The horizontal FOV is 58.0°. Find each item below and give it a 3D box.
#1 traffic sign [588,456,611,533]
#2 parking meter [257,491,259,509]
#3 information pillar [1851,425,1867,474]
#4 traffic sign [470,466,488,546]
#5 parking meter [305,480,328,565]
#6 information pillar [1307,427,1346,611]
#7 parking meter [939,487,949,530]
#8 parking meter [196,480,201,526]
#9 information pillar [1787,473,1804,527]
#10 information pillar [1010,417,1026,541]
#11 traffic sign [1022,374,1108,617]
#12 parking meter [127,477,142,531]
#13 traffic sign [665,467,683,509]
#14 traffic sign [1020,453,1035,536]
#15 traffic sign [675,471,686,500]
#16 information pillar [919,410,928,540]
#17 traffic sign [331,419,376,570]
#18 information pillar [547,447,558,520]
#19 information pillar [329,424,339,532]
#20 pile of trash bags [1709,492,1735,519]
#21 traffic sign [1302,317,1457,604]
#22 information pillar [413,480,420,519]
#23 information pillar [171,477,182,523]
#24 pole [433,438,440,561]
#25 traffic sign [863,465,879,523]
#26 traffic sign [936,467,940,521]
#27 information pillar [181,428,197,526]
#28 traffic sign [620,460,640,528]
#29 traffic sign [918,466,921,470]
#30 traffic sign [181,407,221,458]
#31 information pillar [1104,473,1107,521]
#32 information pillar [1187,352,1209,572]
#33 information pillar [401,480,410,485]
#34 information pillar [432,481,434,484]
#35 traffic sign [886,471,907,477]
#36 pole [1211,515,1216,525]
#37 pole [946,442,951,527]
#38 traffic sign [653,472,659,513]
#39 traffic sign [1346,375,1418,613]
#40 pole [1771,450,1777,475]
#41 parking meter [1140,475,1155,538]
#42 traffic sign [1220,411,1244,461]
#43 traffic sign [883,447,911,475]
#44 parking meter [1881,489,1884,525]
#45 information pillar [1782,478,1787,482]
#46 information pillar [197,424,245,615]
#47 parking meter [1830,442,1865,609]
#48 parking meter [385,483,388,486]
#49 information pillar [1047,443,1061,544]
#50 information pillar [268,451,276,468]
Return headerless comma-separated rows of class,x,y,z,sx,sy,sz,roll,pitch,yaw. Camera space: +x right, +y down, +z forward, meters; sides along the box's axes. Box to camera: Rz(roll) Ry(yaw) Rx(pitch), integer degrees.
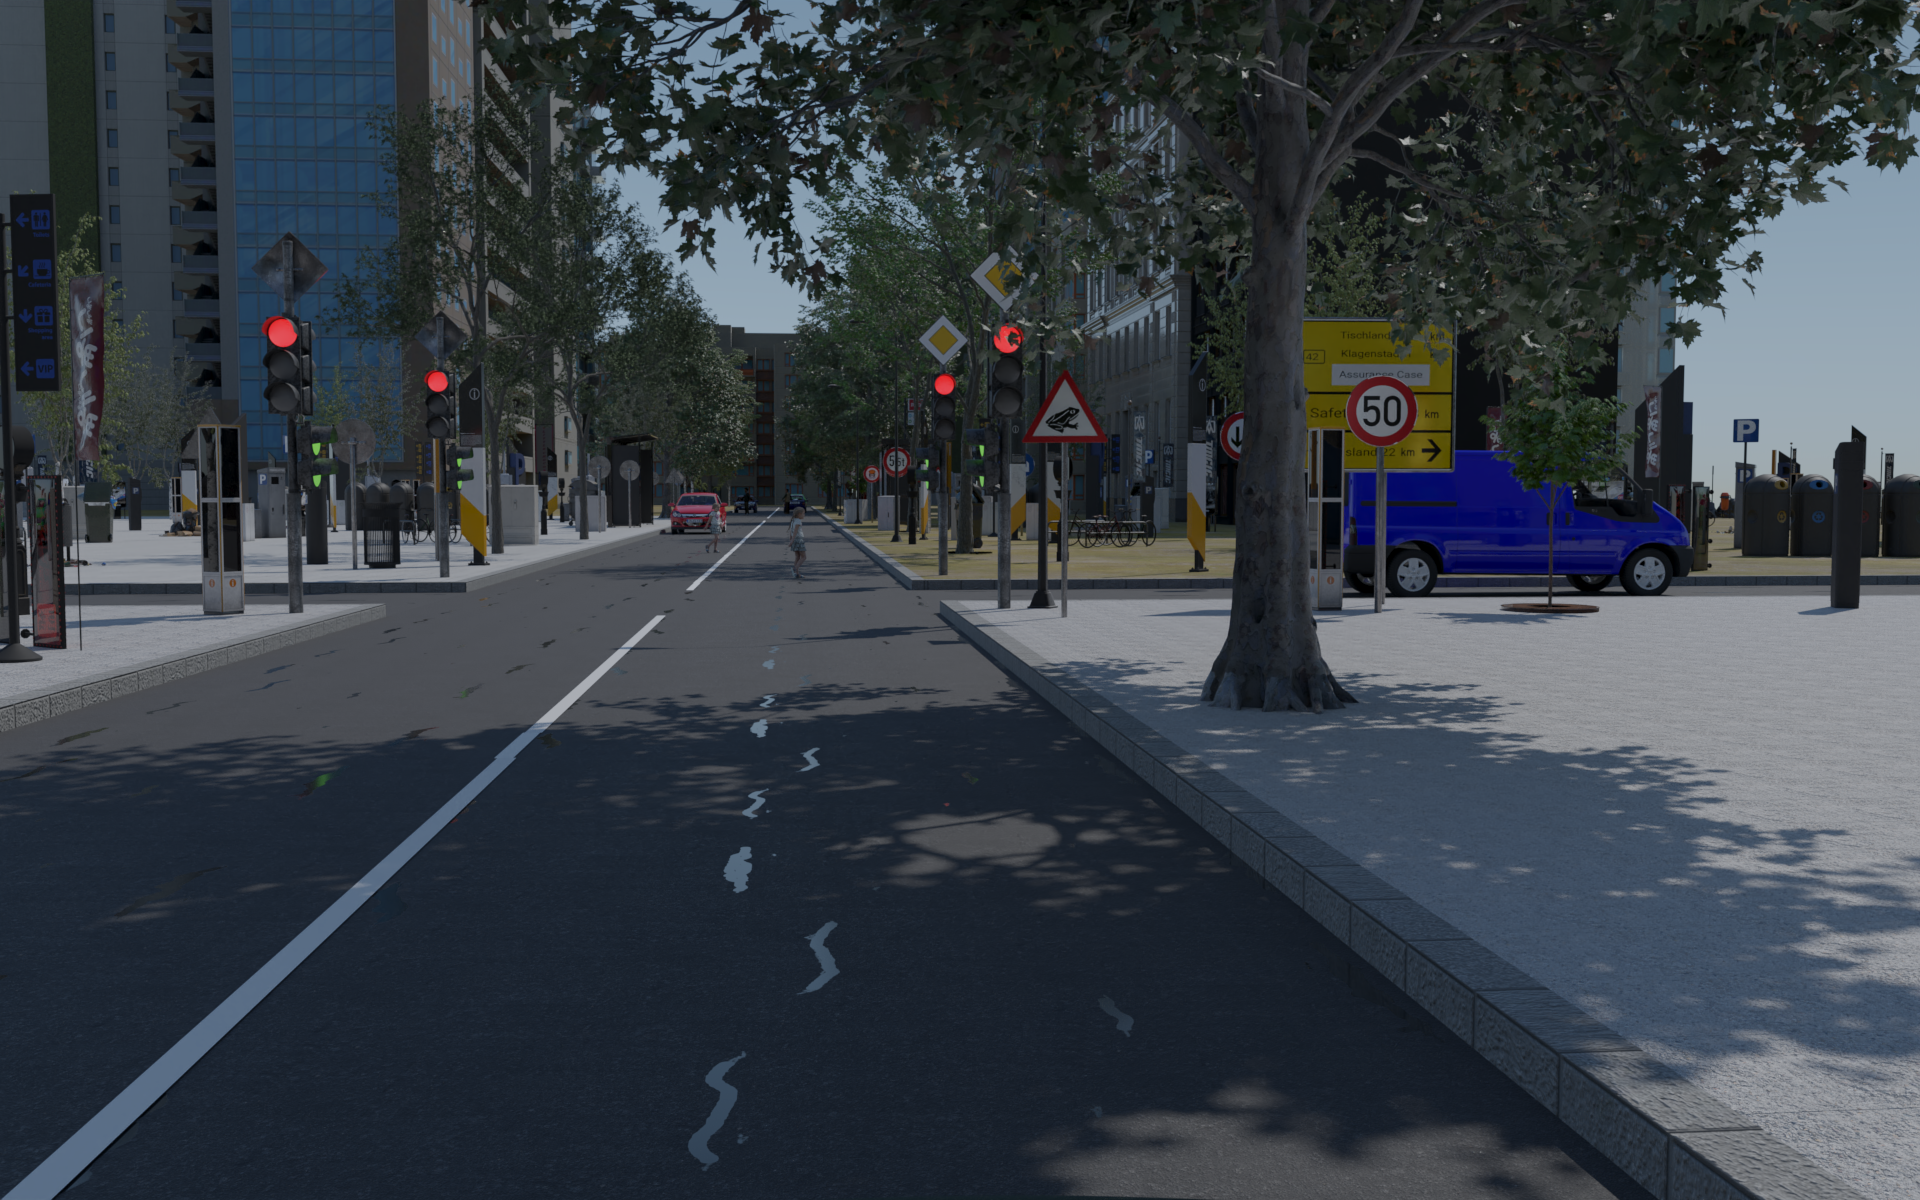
traffic sign,-11.948,-3.503,57.381,0.768,2.556,0.104,0,4,4
parking meter,-34.550,-4.725,85.664,0.372,1.533,0.369,0,3,0
information pillar,30.284,-4.104,58.453,0.504,3.616,0.183,3,5,41
traffic sign,-12.008,-2.597,42.470,0.884,2.594,0.081,0,4,-4
parking meter,-11.725,-1.416,31.561,0.372,1.533,0.369,0,3,0
information pillar,4.031,-0.893,19.099,0.304,2.012,0.304,-1,4,-14
parking meter,-0.565,-3.259,61.692,0.372,1.533,0.369,0,3,0
parking meter,-31.050,-3.966,70.549,0.399,1.863,0.255,1,4,13
information pillar,29.845,-3.505,61.805,0.304,2.012,0.304,-1,4,-16
information pillar,1.577,-3.447,47.709,0.504,3.616,0.183,-2,4,-31
traffic sign,1.084,-1.097,17.948,0.884,2.594,0.081,0,4,2
parking meter,-28.959,-3.369,60.795,0.255,1.863,0.399,3,5,42
traffic sign,-13.902,-5.147,84.164,0.884,2.594,0.081,0,4,-5
traffic sign,1.891,-3.230,52.924,0.768,2.556,0.104,0,4,-5
traffic sign,-13.909,-5.156,85.489,0.795,2.450,0.064,0,4,-1
information pillar,-1.000,-3.497,48.526,0.183,3.616,0.504,1,4,13
traffic sign,-10.275,-1.788,29.343,0.768,2.556,0.104,0,4,1
information pillar,-20.172,-5.768,85.654,0.504,3.616,0.183,-1,4,-15
information pillar,-21.010,-4.077,58.020,0.183,3.616,0.504,-2,4,-32
pile of trash bags,40.429,-5.035,92.079,1.912,1.369,3.447,1,4,14
traffic sign,4.601,-1.601,20.046,2.265,3.308,0.079,0,4,-3
information pillar,-28.013,-5.189,89.331,0.304,2.012,0.304,-1,4,-10
information pillar,-34.684,-4.416,76.697,0.304,2.012,0.304,3,5,39
pole,-9.983,-2.405,33.172,0.158,3.312,0.155,0,3,0
traffic sign,-3.901,-4.698,76.914,0.768,2.556,0.104,0,3,0
traffic sign,-1.032,-5.027,82.188,0.884,2.594,0.081,0,4,1
information pillar,-27.295,-4.281,61.349,0.504,3.616,0.183,0,4,-2
traffic sign,-12.400,-3.970,65.021,0.768,2.556,0.104,0,4,3
traffic sign,-1.523,-4.643,76.017,0.768,2.556,0.104,0,4,-5
traffic sign,-11.205,-1.585,25.916,0.884,2.594,0.081,0,4,-3
information pillar,6.764,-5.595,82.826,0.504,3.616,0.183,0,4,-2
information pillar,3.893,-2.266,28.403,0.183,3.616,0.504,3,4,37
information pillar,-28.897,-5.247,90.282,0.304,2.012,0.304,2,4,25
information pillar,-29.006,-5.591,95.899,0.304,2.012,0.304,3,5,39
traffic sign,-1.908,-3.204,52.484,0.768,2.556,0.104,0,4,1
pole,10.678,-4.840,72.975,0.158,3.312,0.155,0,3,0
pole,-0.444,-4.549,68.227,0.158,3.312,0.155,0,3,0
traffic sign,-17.451,-6.008,98.338,0.768,2.556,0.104,0,4,-2
traffic sign,4.516,-1.133,18.629,0.768,2.556,0.104,0,4,2
pole,37.400,-5.247,79.633,0.158,3.312,0.155,0,3,0
parking meter,5.523,-2.773,51.042,0.399,1.863,0.255,-1,4,-13
traffic sign,4.385,-1.632,26.787,0.768,2.556,0.104,0,4,-5
traffic sign,-1.711,-2.870,47.034,0.768,2.556,0.104,0,4,-1
parking meter,38.936,-3.939,72.808,0.372,1.533,0.369,0,3,0
information pillar,38.303,-4.647,80.475,0.304,2.012,0.304,2,4,28
information pillar,-7.857,-0.852,18.427,0.304,2.012,0.304,2,4,26
parking meter,10.008,-0.846,19.538,0.255,1.863,0.399,1,4,19
parking meter,-30.881,-5.332,92.881,0.399,1.863,0.255,1,4,10
information pillar,2.380,-3.272,44.856,0.504,3.616,0.183,-1,4,-13
information pillar,-37.605,-6.322,94.724,0.504,3.616,0.183,1,4,22
